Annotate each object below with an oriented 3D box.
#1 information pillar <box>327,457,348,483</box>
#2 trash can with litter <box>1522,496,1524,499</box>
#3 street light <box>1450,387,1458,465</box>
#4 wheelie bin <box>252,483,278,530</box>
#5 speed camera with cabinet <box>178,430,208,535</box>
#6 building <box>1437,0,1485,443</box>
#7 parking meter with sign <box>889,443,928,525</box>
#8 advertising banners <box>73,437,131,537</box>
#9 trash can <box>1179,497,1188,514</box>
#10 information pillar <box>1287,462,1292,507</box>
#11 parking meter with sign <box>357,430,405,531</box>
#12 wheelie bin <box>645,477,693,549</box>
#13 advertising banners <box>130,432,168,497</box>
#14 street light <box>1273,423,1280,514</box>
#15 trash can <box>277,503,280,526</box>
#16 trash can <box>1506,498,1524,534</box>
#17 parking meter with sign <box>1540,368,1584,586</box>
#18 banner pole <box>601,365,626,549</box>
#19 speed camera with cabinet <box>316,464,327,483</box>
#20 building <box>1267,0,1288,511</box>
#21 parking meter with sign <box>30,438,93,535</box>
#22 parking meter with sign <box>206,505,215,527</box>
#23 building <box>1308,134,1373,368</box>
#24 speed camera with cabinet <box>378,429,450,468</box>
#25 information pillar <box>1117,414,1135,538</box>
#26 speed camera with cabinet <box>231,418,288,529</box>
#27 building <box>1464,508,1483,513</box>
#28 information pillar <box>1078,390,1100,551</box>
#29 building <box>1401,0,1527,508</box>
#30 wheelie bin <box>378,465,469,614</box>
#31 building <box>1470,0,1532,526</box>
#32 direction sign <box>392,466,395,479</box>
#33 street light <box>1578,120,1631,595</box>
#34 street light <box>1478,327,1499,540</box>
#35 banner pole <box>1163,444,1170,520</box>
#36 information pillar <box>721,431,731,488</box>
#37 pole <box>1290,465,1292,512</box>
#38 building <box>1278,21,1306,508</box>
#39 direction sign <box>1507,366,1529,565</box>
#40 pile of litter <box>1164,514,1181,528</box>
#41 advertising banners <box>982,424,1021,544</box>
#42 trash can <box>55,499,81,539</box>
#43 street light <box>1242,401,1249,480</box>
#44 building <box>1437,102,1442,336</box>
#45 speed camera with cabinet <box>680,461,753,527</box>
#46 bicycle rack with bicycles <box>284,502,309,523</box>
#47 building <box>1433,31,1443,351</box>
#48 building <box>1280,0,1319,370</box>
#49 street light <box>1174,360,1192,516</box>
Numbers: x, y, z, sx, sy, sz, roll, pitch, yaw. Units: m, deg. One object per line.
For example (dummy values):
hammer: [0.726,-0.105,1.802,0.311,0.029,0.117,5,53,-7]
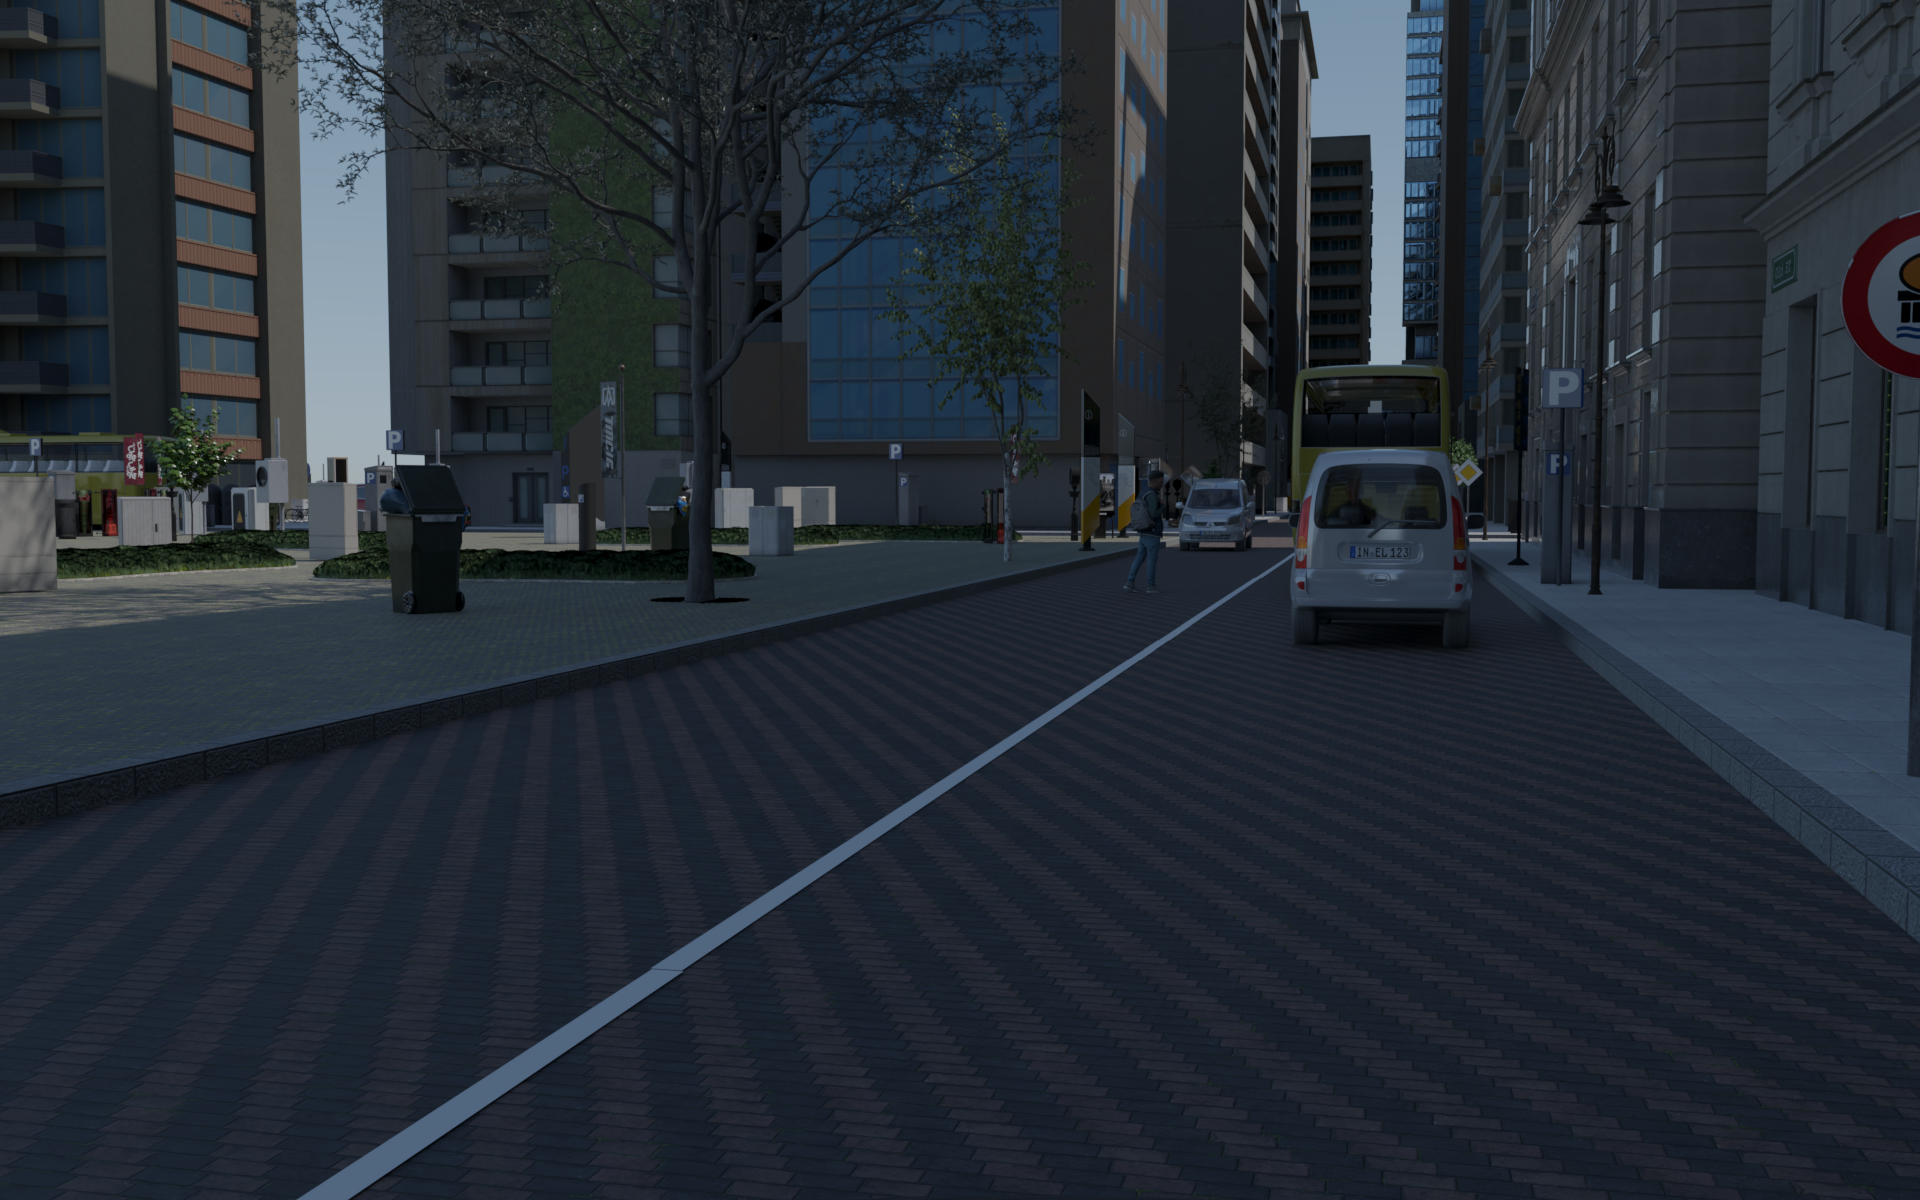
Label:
information pillar: [-12.412,-1.841,34.584,0.304,2.012,0.304,3,5,44]
trash can with litter: [29.944,-4.921,91.518,2.233,1.210,1.678,-1,4,-21]
street light: [21.340,-6.267,75.252,0.468,5.910,1.993,1,4,14]
wheelie bin: [-20.137,-2.584,50.151,0.693,1.594,0.980,2,4,27]
speed camera with cabinet: [-23.779,-3.629,53.666,0.660,3.252,2.038,-2,4,-32]
building: [44.632,-29.630,134.555,14.600,45.320,14.200,1,4,14]
parking meter with sign: [-1.755,-3.925,60.432,0.543,3.016,1.738,2,4,32]
advertising banners: [-25.795,-3.440,52.427,0.090,3.025,2.074,3,4,38]
trash can: [11.144,-4.508,85.363,0.748,1.137,0.748,0,3,0]
information pillar: [23.388,-8.027,122.603,0.183,3.616,0.504,-3,4,-38]
parking meter with sign: [-15.622,-3.069,46.444,0.543,3.016,1.738,1,4,18]
wheelie bin: [-5.279,-1.440,31.446,0.980,1.594,0.693,2,4,25]
advertising banners: [-23.394,-3.303,50.186,0.090,3.025,2.074,0,4,-1]
street light: [20.481,-8.531,112.262,0.468,5.910,1.993,1,4,14]
trash can: [-27.885,-3.584,70.245,0.748,1.137,0.748,0,3,0]
trash can: [18.155,-2.735,56.365,0.748,1.137,0.748,0,3,0]
parking meter with sign: [8.616,-1.752,24.903,0.543,3.016,1.738,1,4,17]
banner pole: [-6.718,-2.673,33.718,0.863,3.779,0.401,3,4,39]
speed camera with cabinet: [-41.155,-7.300,113.693,2.038,3.252,0.660,-3,5,-43]
building: [17.255,-51.062,147.535,22.319,86.520,31.000,1,4,14]
parking meter with sign: [-28.330,-3.572,54.668,0.543,3.016,1.738,2,4,28]
parking meter with sign: [-29.764,-4.326,66.986,1.738,3.016,0.543,0,4,2]
building: [42.321,-36.777,225.002,21.600,48.544,21.300,1,4,14]
speed camera with cabinet: [-16.691,-3.585,52.959,2.038,3.252,0.660,0,4,3]
information pillar: [4.841,-3.617,50.489,0.504,3.616,0.183,1,4,21]
speed camera with cabinet: [-18.379,-3.123,45.402,2.038,3.252,0.660,3,5,41]
building: [44.263,-48.711,109.088,22.319,86.520,31.000,1,4,14]
information pillar: [2.932,-2.916,39.025,0.504,3.616,0.183,-2,4,-33]
building: [67.880,-55.351,217.655,31.000,86.520,22.319,1,4,14]
wheelie bin: [-5.837,-0.664,18.764,0.693,1.594,0.980,3,5,42]
building: [33.928,-23.164,70.610,23.993,40.220,32.217,1,4,14]
direction sign: [-45.326,-8.981,138.836,0.876,3.537,0.379,-1,4,-16]
street light: [8.106,-3.006,21.931,0.468,5.910,1.993,1,4,14]
street light: [14.628,-4.606,48.091,0.468,5.910,1.993,1,4,14]
banner pole: [10.278,-5.872,86.024,0.401,3.779,0.863,0,4,0]
information pillar: [-8.630,-4.440,63.941,0.504,3.616,0.183,3,5,44]
pole: [23.308,-7.813,121.580,0.158,3.312,0.155,0,3,0]
building: [26.325,-31.785,169.802,14.600,45.320,14.200,1,4,14]
direction sign: [10.084,-2.396,31.172,0.379,3.537,0.876,2,4,32]
pile of litter: [8.497,-3.204,66.356,1.719,0.858,1.176,-1,4,-13]
advertising banners: [1.056,-2.937,44.213,0.090,3.025,2.074,-2,4,-26]
trash can: [-25.405,-2.300,49.262,0.748,1.137,0.748,0,3,0]
street light: [14.095,-6.929,86.069,0.468,5.910,1.993,1,4,14]
building: [62.083,-34.459,183.014,23.786,49.044,30.456,1,4,14]
speed camera with cabinet: [-6.951,-3.374,49.494,2.038,3.252,0.660,-2,4,-31]
bicycle rack with bicycles: [-29.120,-3.947,77.910,2.925,0.926,2.852,1,4,15]
building: [53.949,-30.583,154.651,22.147,44.769,28.867,1,4,14]
building: [25.142,-36.923,192.922,27.495,52.752,28.713,1,4,14]
street light: [7.697,-5.327,59.878,0.468,5.910,1.993,1,4,14]
